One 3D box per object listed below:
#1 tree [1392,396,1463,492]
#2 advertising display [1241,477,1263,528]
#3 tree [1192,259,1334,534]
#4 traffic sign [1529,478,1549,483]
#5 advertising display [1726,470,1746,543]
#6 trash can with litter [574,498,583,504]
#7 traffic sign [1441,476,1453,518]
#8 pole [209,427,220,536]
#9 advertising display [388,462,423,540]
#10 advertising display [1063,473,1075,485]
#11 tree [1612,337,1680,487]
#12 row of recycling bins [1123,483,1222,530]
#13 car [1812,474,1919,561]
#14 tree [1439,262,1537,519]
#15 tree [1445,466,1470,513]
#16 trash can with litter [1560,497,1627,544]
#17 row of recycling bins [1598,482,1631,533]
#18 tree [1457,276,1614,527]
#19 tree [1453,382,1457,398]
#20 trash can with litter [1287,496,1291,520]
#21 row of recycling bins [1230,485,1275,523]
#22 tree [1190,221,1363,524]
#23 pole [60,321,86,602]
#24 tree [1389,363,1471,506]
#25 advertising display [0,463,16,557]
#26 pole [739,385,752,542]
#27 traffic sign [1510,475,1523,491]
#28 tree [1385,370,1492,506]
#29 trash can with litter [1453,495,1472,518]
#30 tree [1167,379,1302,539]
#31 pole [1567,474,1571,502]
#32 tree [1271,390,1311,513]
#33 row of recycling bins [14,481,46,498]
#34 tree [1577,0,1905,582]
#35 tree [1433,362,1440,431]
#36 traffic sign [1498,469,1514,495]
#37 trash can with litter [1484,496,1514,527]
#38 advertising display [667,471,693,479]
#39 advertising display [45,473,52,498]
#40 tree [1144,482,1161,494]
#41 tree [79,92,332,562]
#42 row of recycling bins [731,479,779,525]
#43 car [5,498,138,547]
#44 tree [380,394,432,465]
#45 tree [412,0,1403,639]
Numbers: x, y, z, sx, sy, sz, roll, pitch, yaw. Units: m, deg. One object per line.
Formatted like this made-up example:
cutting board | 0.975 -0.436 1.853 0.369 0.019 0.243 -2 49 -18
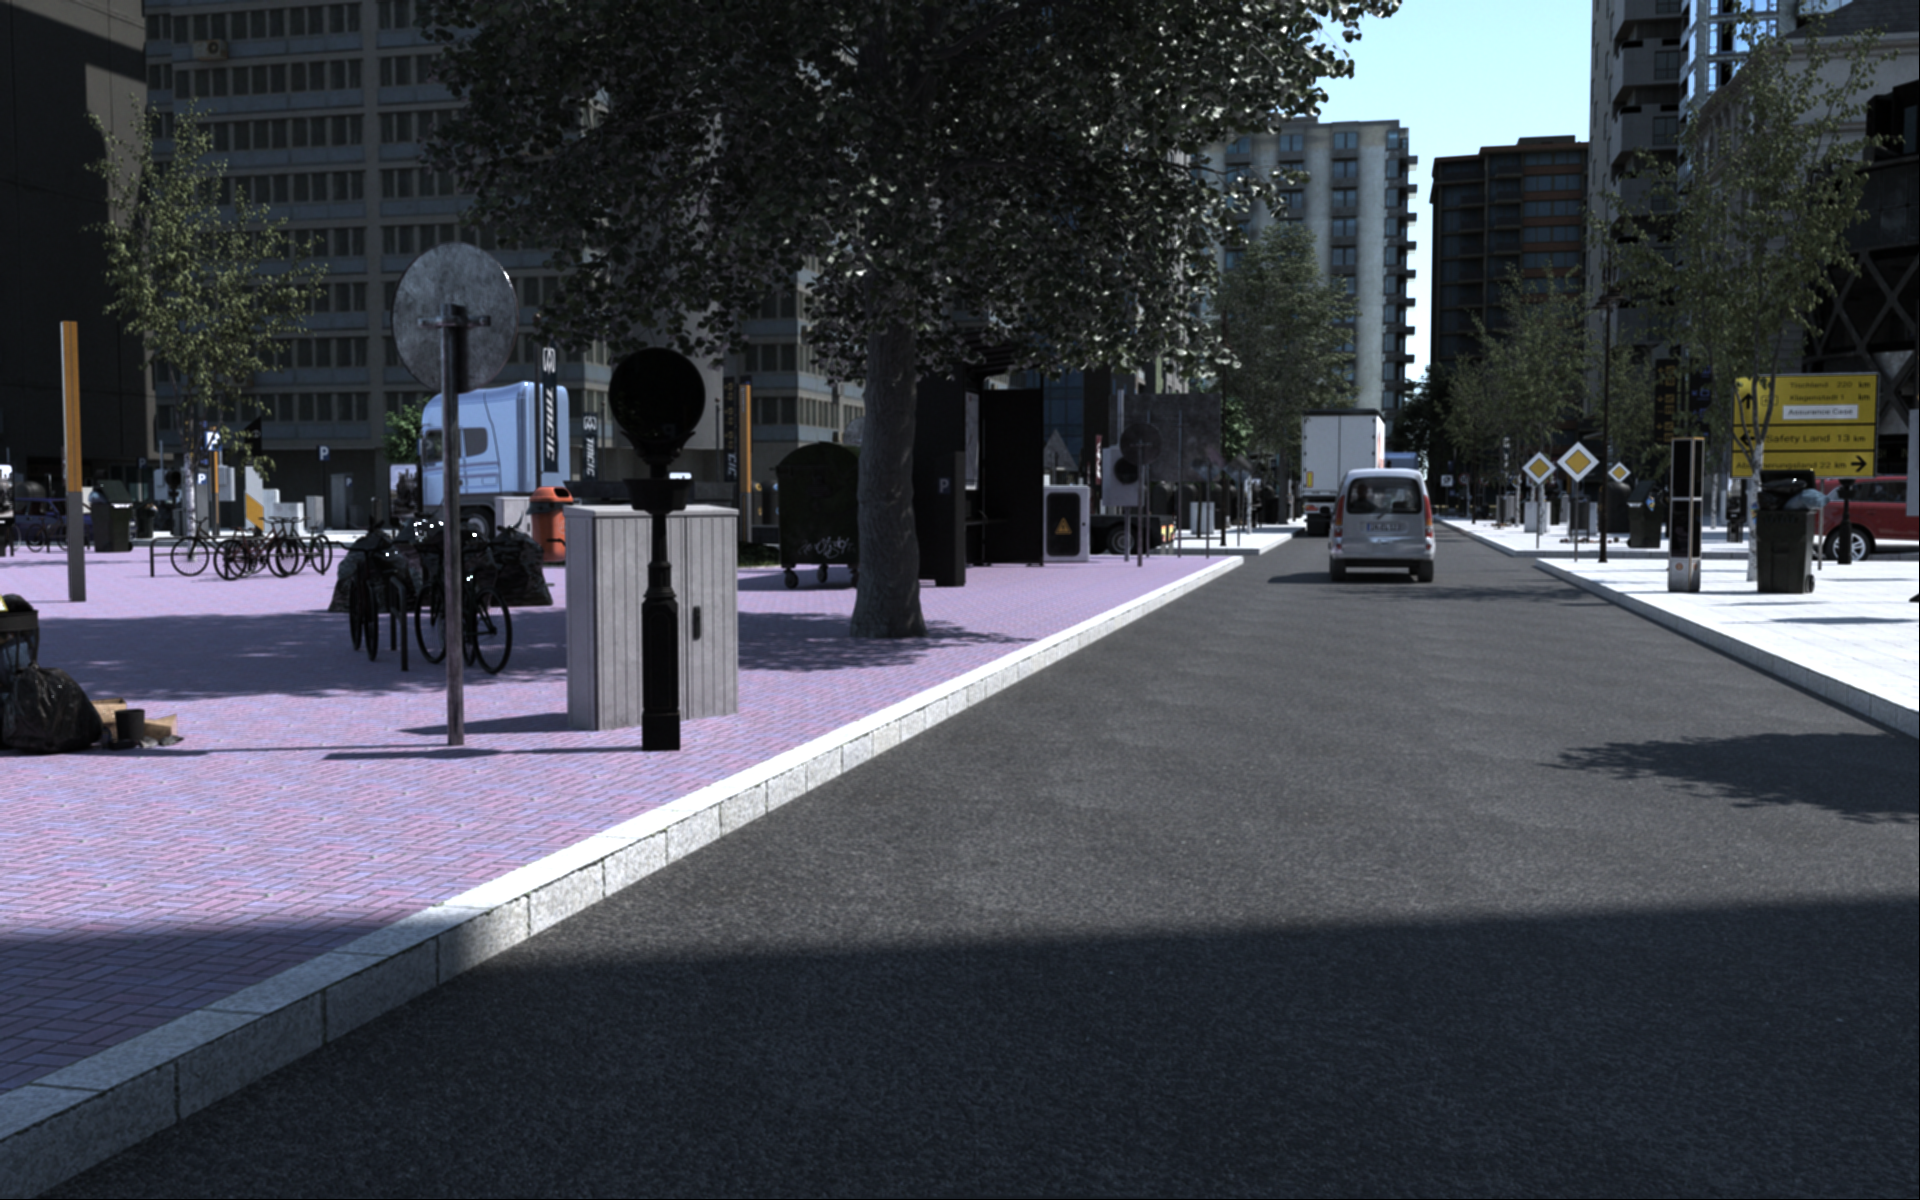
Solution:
tree | 45.762 -14.873 168.936 9.928 11.665 9.643 0 3 0
advertising display | 11.070 -3.698 65.682 0.974 1.923 0.123 -2 4 -30
tree | 9.442 -6.393 54.894 4.360 8.622 3.978 0 3 0
traffic sign | 26.568 -4.863 79.508 0.884 2.594 0.081 1 4 15
advertising display | 20.504 -2.482 45.788 0.123 1.923 0.974 0 4 3
trash can with litter | -12.667 -2.928 58.935 2.233 1.210 1.678 -3 5 -42
traffic sign | 26.261 -5.586 93.458 0.606 2.300 0.079 1 4 14
pole | -22.557 -3.582 52.404 0.158 3.312 0.155 0 3 0
advertising display | -11.398 -1.860 35.630 0.974 1.923 0.123 3 4 36
advertising display | 3.390 -2.974 53.845 0.123 1.923 0.974 1 4 20
tree | 32.062 -8.057 82.087 4.360 8.622 3.978 0 3 0
row of recycling bins | 7.790 -3.396 62.637 3.534 1.692 1.069 1 4 13
car | 18.970 -1.570 34.344 5.304 1.827 2.281 1 4 11
tree | 17.842 -6.313 53.580 4.737 8.622 4.395 0 3 0
tree | 33.702 -7.514 117.449 1.663 3.219 1.824 0 3 0
trash can with litter | 16.717 -2.110 45.561 2.233 1.210 1.678 -1 4 -10
row of recycling bins | 22.056 -3.129 58.274 1.069 1.692 3.534 1 4 18
tree | 19.826 -6.683 59.627 4.360 8.622 3.978 0 3 0
tree | 21.499 -7.135 67.016 4.360 8.622 3.978 0 3 0
trash can with litter | 15.961 -4.586 86.365 1.055 1.170 0.624 0 4 1
row of recycling bins | 12.272 -4.259 76.751 3.534 1.692 1.069 2 4 30
tree | 13.235 -9.467 72.917 7.486 12.596 7.792 0 3 0
pole | -10.533 -1.635 20.568 0.158 3.312 0.155 0 3 0
tree | 41.021 -14.142 149.354 7.486 12.596 7.792 0 3 0
advertising display | -19.643 -1.839 35.278 0.123 1.923 0.974 1 4 10
pole | -4.009 -2.357 32.379 0.158 3.312 0.155 0 3 0
traffic sign | 33.553 -6.326 104.613 0.795 2.450 0.064 1 4 20
tree | 35.655 -11.937 129.583 8.767 10.594 7.601 -2 4 -23
trash can with litter | 28.042 -5.163 95.468 1.678 1.210 2.233 1 4 22
tree | 6.819 -4.025 49.520 4.285 4.588 4.351 0 3 0
pole | 30.249 -5.637 86.009 0.158 3.312 0.155 0 3 0
tree | 22.666 -10.067 114.953 4.737 8.622 4.395 0 3 0
row of recycling bins | -30.811 -3.028 56.615 1.069 1.692 3.534 -3 5 -42
tree | 11.599 -4.591 25.432 4.737 8.622 4.395 0 3 0
tree | 26.189 -8.467 88.801 4.737 8.622 4.395 0 3 0
traffic sign | 25.930 -5.030 82.339 0.768 2.556 0.104 1 4 20
trash can with litter | 21.812 -3.553 69.151 1.678 1.210 2.233 1 4 23
advertising display | -7.798 -2.627 48.161 0.123 1.923 0.974 2 4 33
advertising display | -28.007 -2.937 53.242 0.123 1.923 0.974 -2 4 -25
tree | 11.100 -6.437 99.846 1.663 3.219 1.824 0 3 0
tree | -14.280 -5.013 32.317 4.737 8.622 4.395 0 3 0
row of recycling bins | -4.985 -2.574 49.196 3.534 1.692 1.069 -3 5 -42
car | -24.041 -2.053 46.148 3.894 1.354 1.945 1 4 14
tree | -17.531 -4.486 57.060 4.285 4.588 4.351 0 3 0
tree | -0.585 -6.651 15.396 9.857 13.997 8.962 0 3 0
